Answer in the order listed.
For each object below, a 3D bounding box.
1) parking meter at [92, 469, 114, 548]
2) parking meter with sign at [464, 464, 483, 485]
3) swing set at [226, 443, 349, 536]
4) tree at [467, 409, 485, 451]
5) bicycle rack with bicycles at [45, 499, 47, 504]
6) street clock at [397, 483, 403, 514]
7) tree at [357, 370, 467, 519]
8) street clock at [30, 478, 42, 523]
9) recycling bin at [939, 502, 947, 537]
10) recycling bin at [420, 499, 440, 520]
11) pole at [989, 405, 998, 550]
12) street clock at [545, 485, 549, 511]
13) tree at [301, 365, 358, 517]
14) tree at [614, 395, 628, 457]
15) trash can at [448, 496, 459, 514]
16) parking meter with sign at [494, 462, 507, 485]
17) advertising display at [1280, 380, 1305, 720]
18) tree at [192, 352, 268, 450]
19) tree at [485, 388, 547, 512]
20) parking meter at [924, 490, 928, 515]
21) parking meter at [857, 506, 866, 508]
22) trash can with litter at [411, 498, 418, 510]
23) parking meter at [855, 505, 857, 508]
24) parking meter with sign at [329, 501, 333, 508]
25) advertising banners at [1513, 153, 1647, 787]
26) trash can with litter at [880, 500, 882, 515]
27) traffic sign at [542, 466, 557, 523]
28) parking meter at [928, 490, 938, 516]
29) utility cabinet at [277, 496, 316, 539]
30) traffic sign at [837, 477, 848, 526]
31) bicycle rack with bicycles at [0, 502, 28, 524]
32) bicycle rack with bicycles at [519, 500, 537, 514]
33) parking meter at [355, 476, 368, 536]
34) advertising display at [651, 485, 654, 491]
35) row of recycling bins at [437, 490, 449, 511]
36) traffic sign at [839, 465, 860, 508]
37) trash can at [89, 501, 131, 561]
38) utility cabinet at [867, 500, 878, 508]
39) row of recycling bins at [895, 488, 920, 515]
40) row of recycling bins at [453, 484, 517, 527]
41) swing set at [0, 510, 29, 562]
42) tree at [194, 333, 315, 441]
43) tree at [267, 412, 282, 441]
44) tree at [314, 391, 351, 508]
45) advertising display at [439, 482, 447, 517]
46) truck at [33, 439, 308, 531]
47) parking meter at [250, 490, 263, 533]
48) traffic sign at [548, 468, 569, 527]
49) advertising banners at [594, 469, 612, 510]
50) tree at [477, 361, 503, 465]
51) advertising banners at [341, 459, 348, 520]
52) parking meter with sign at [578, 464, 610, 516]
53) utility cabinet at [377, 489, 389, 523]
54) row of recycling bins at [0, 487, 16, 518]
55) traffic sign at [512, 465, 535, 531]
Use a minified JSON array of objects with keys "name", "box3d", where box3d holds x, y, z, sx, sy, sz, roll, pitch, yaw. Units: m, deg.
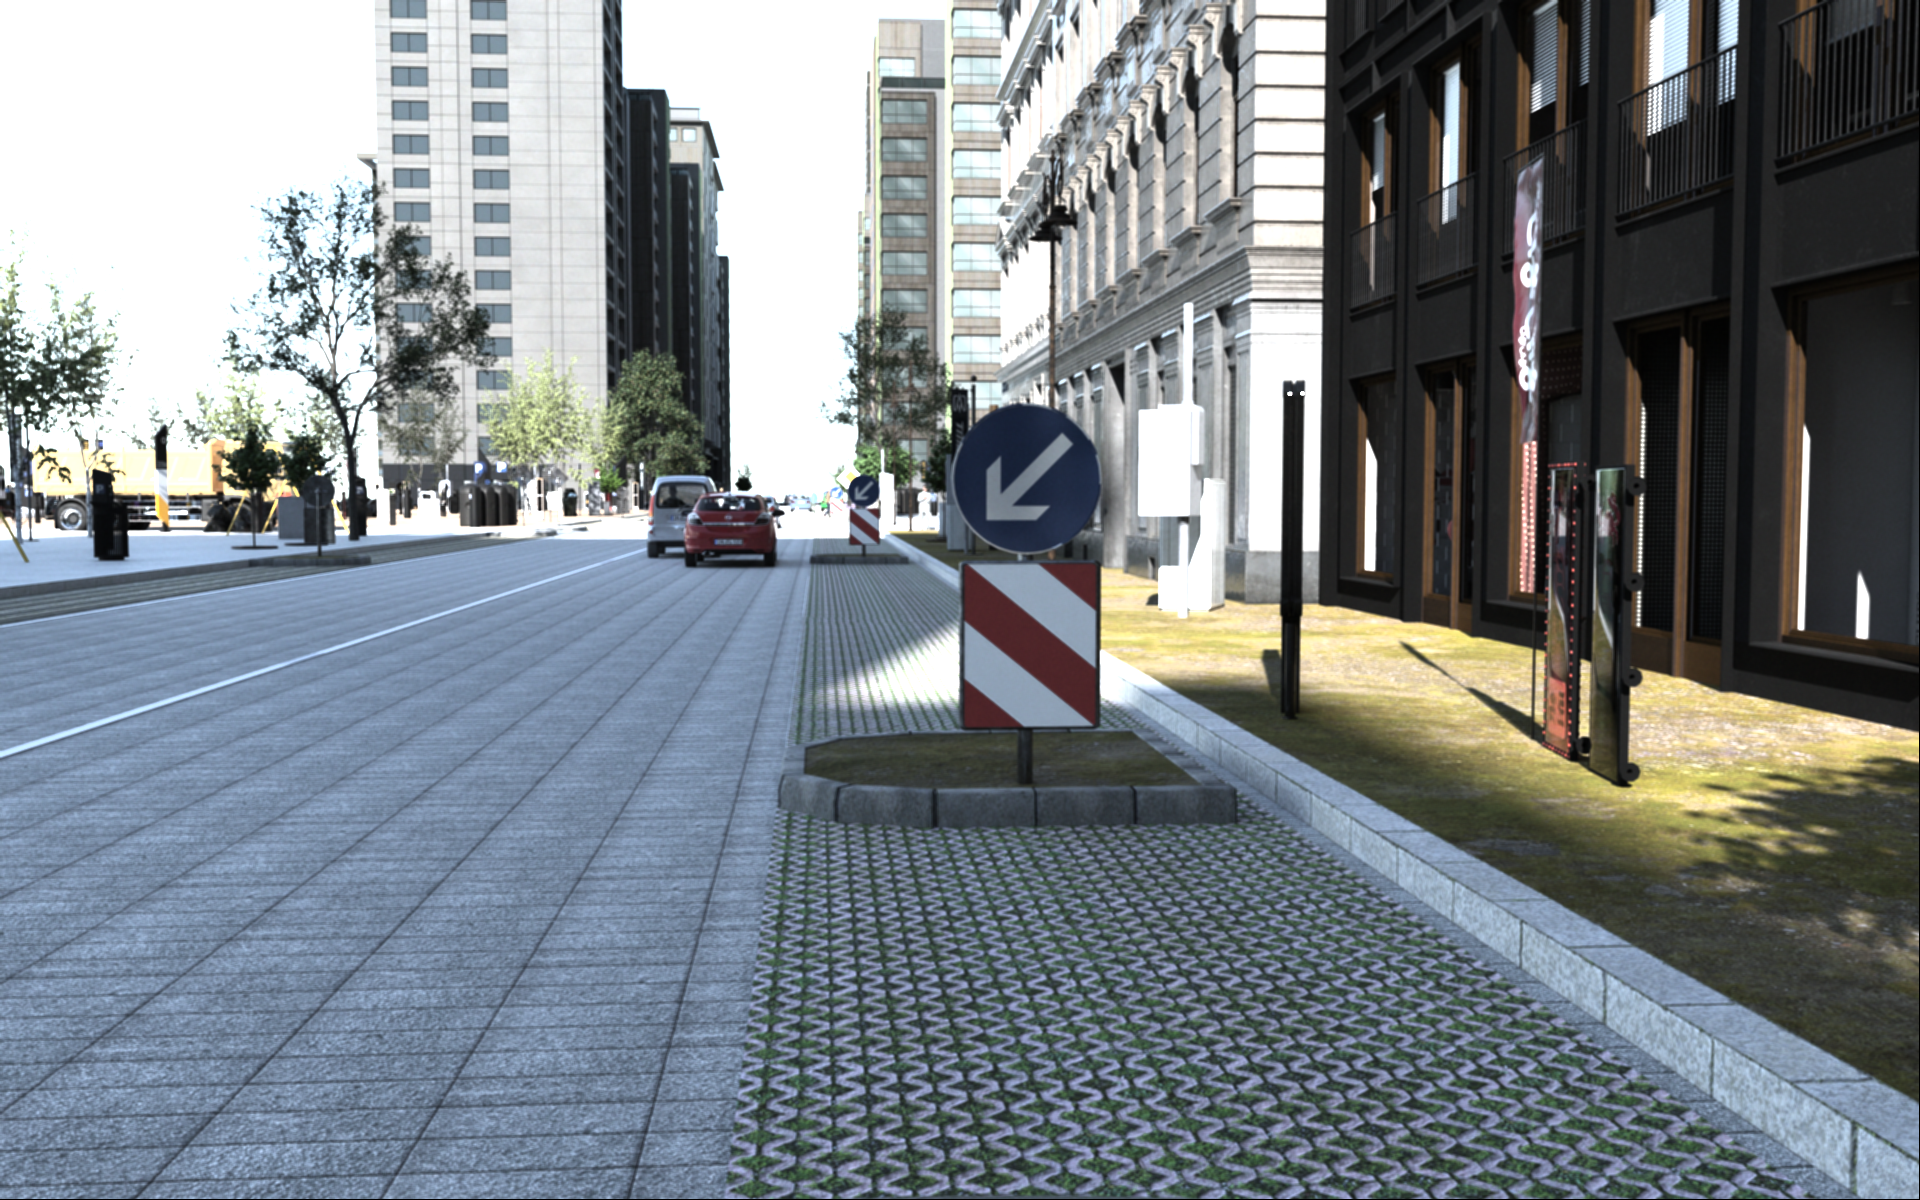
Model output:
[{"name":"parking meter","box3d":[-19.793,-2.099,40.026,0.399,1.863,0.255,0,4,-1]},{"name":"parking meter with sign","box3d":[-28.197,-6.335,99.842,1.738,3.016,0.543,3,5,43]},{"name":"swing set","box3d":[-21.311,-3.500,54.840,2.862,2.851,3.119,0,4,-1]},{"name":"tree","box3d":[-38.803,-10.986,129.990,4.360,8.622,3.978,0,3,0]},{"name":"bicycle rack with bicycles","box3d":[-62.885,-6.472,119.192,2.852,0.926,2.925,-3,4,-39]},{"name":"street clock","box3d":[-35.174,-6.384,108.948,0.471,2.002,0.358,-1,4,-15]},{"name":"tree","box3d":[-27.881,-8.439,88.344,4.360,8.622,3.978,0,3,0]},{"name":"street clock","box3d":[-40.290,-4.345,75.618,0.358,2.002,0.471,3,4,39]},{"name":"recycling bin","box3d":[-0.185,-2.426,52.215,0.722,1.027,0.722,2,4,24]},{"name":"recycling bin","box3d":[-26.268,-4.485,85.878,0.722,1.027,0.722,-3,5,-43]},{"name":"pole","box3d":[0.775,-2.807,39.742,0.158,3.312,0.155,0,3,0]},{"name":"street clock","box3d":[-32.110,-7.943,134.445,0.358,2.002,0.471,2,4,30]},{"name":"tree","box3d":[-35.510,-9.086,98.920,4.360,8.622,3.978,0,3,0]},{"name":"tree","box3d":[-26.029,-10.737,125.911,4.737,8.622,4.395,0,3,0]},{"name":"trash can","box3d":[-32.482,-6.092,111.259,0.748,1.137,0.748,0,3,0]},{"name":"parking meter with sign","box3d":[-25.304,-6.047,95.128,0.543,3.016,1.738,-2,4,-24]},{"name":"advertising display","box3d":[1.963,-0.308,10.244,0.123,1.923,0.974,1,4,11]},{"name":"tree","box3d":[-38.865,-8.482,89.050,4.360,8.622,3.978,0,3,0]},{"name":"tree","box3d":[-31.852,-10.734,125.856,4.360,8.622,3.978,0,3,0]},{"name":"parking meter","box3d":[-2.035,-5.854,104.125,0.372,1.533,0.369,0,3,0]},{"name":"parking meter","box3d":[-7.054,-7.363,126.102,0.255,1.863,0.399,-3,5,-43]},{"name":"trash can with litter","box3d":[-44.504,-7.912,140.743,1.055,1.170,0.624,-1,4,-10]},{"name":"parking meter","box3d":[-7.510,-7.422,127.052,0.255,1.863,0.399,-2,4,-24]},{"name":"parking meter with sign","box3d":[-40.069,-6.941,109.749,0.543,3.016,1.738,0,4,-6]},{"name":"advertising banners","box3d":[2.962,-0.749,8.436,0.090,3.025,2.074,0,4,4]},{"name":"trash can with litter","box3d":[-4.778,-5.651,103.787,1.055,1.170,0.624,0,4,5]},{"name":"traffic sign","box3d":[-18.364,-4.740,77.610,0.768,2.556,0.104,0,4,3]},{"name":"parking meter","box3d":[-1.499,-5.676,101.219,0.372,1.533,0.369,0,3,0]},{"name":"utility cabinet","box3d":[-19.069,-2.364,49.818,1.020,1.237,0.306,-2,4,-25]},{"name":"traffic sign","box3d":[-4.463,-3.966,68.489,0.795,2.450,0.064,0,4,-5]},{"name":"bicycle rack with bicycles","box3d":[-41.259,-3.634,72.794,2.925,0.926,2.852,1,4,9]},{"name":"bicycle rack with bicycles","box3d":[-27.582,-5.855,109.113,2.852,0.926,2.925,-2,4,-24]},{"name":"parking meter","box3d":[-18.401,-2.904,53.186,0.399,1.863,0.255,-1,4,-14]},{"name":"advertising display","box3d":[-22.506,-7.521,128.186,0.123,1.923,0.974,2,4,29]},{"name":"row of recycling bins","box3d":[-40.106,-7.894,136.186,1.069,1.692,3.534,0,4,6]},{"name":"traffic sign","box3d":[-3.816,-3.479,60.530,0.795,2.450,0.064,0,4,-5]},{"name":"trash can","box3d":[-16.464,-1.341,33.578,0.748,1.137,0.748,0,3,0]},{"name":"utility cabinet","box3d":[-4.533,-4.995,90.345,0.318,1.500,1.173,-1,4,-17]},{"name":"row of recycling bins","box3d":[-3.482,-6.290,109.960,1.069,1.692,3.534,2,4,24]},{"name":"row of recycling bins","box3d":[-18.851,-3.812,69.445,1.069,1.692,3.534,1,4,16]},{"name":"swing set","box3d":[-18.492,-2.022,30.688,2.862,2.851,3.119,-1,4,-16]},{"name":"tree","box3d":[-32.254,-7.818,78.180,4.737,8.622,4.395,0,3,0]},{"name":"tree","box3d":[-48.849,-10.288,118.571,4.360,8.622,3.978,0,3,0]},{"name":"tree","box3d":[-38.550,-9.358,103.362,4.737,8.622,4.395,0,3,0]},{"name":"advertising display","box3d":[-28.857,-5.596,96.712,0.123,1.923,0.974,-3,4,-36]},{"name":"truck","box3d":[-27.729,-4.059,62.285,9.791,3.379,3.469,0,4,-4]},{"name":"parking meter","box3d":[-23.013,-3.115,56.645,0.255,1.863,0.399,0,4,4]},{"name":"traffic sign","box3d":[-15.672,-3.912,67.601,0.795,2.450,0.064,0,4,-5]},{"name":"advertising banners","box3d":[-24.657,-7.671,121.612,2.074,3.025,0.090,-1,4,-21]},{"name":"tree","box3d":[-23.304,-8.655,91.867,4.737,8.622,4.395,0,3,0]},{"name":"advertising banners","box3d":[-30.664,-5.511,86.292,0.090,3.025,2.074,-2,4,-27]},{"name":"parking meter with sign","box3d":[-21.127,-6.349,100.070,1.738,3.016,0.543,-1,4,-16]},{"name":"utility cabinet","box3d":[-25.424,-4.143,76.413,0.318,1.500,1.173,-2,4,-30]},{"name":"row of recycling bins","box3d":[-52.315,-5.391,95.256,1.069,1.692,3.534,1,4,13]},{"name":"traffic sign","box3d":[-15.025,-3.425,59.642,0.795,2.450,0.064,0,4,-5]}]
